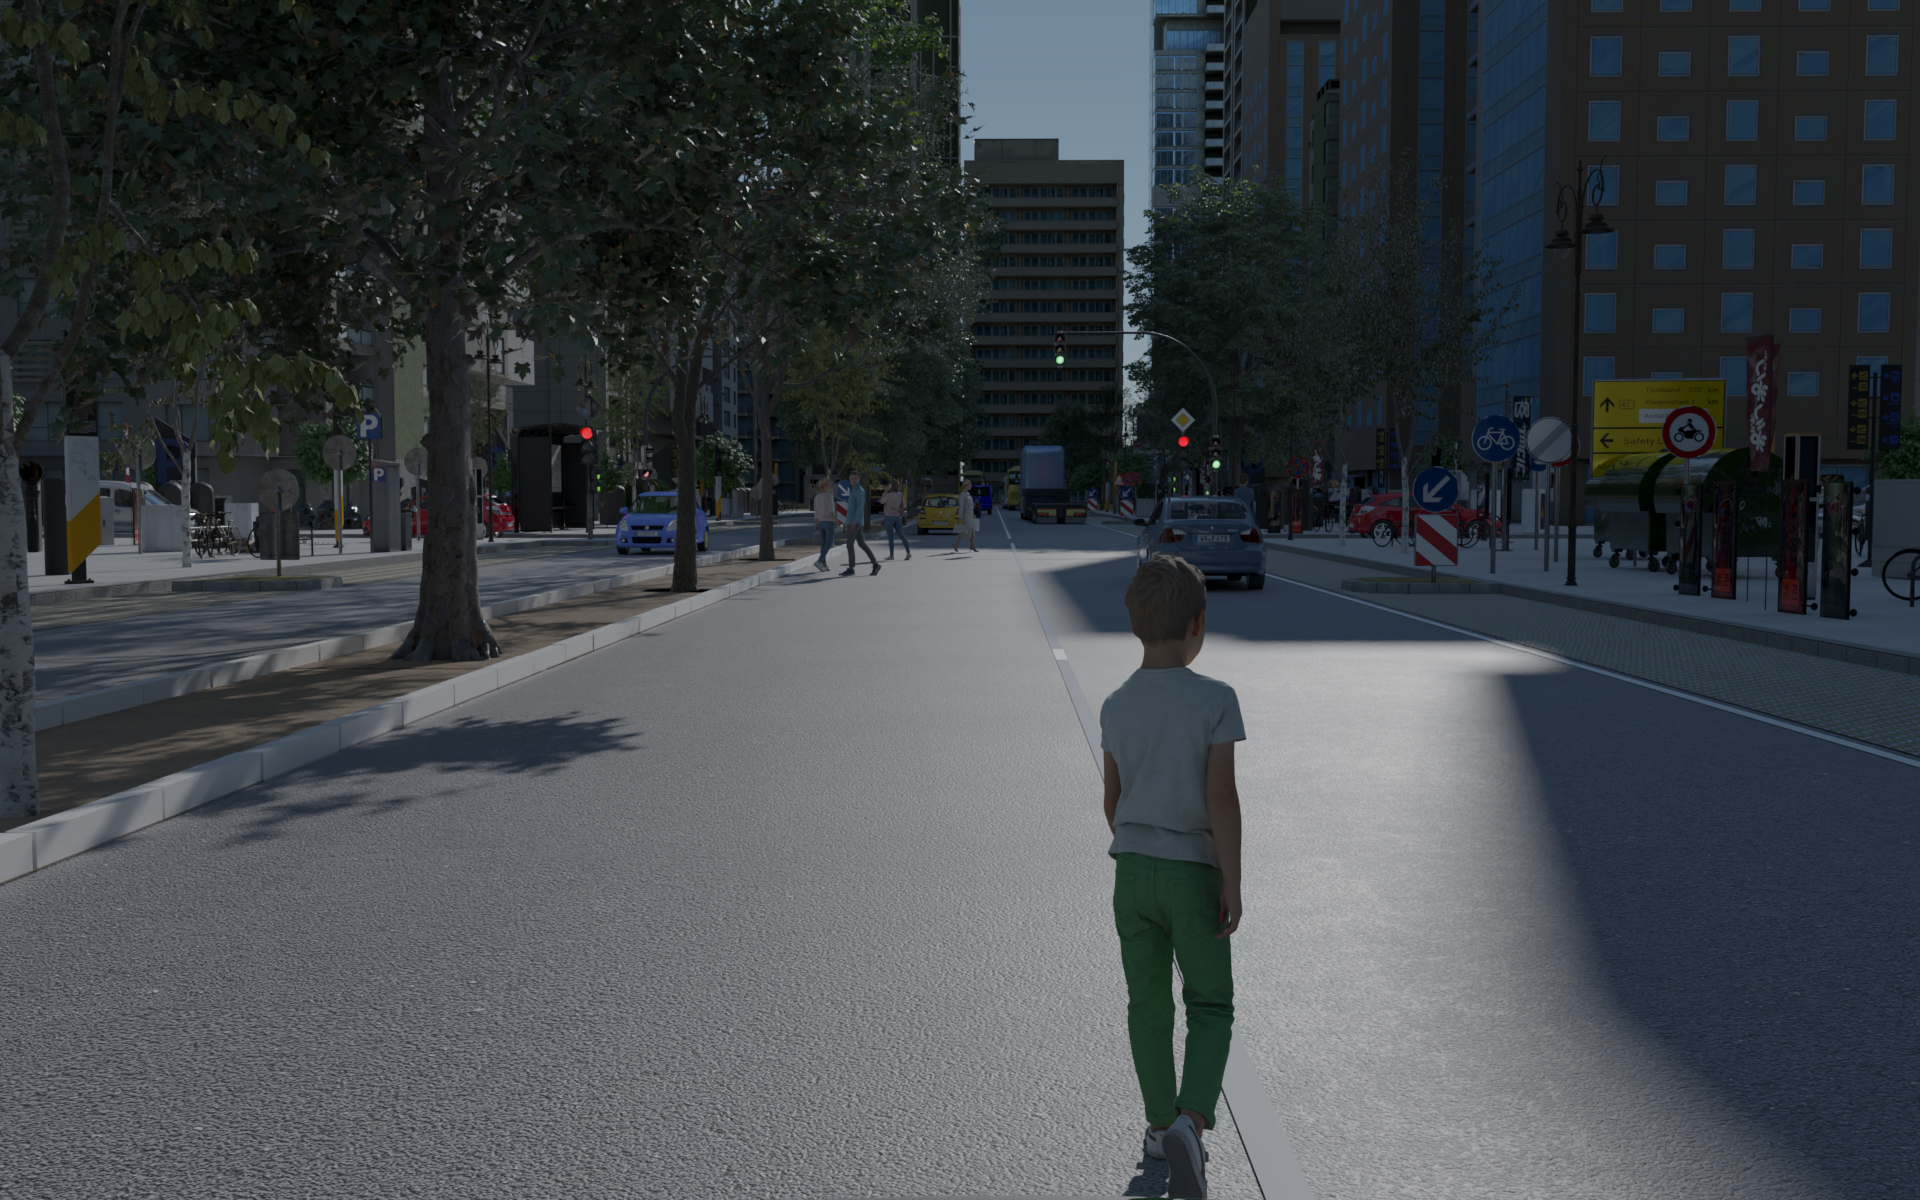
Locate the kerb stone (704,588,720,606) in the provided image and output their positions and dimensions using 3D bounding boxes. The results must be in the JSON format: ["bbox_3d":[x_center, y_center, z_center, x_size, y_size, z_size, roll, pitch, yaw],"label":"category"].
[{"bbox_3d":[-3.282,-0.017,22.479,0.120,0.150,1.000,0,4,1],"label":"kerb stone"}]

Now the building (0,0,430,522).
[{"bbox_3d":[-32.927,-24.047,76.759,14.154,41.232,14.086,0,4,1],"label":"building"}]

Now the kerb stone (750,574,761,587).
[{"bbox_3d":[-3.215,-0.269,26.588,0.120,0.150,1.000,0,4,1],"label":"kerb stone"}]

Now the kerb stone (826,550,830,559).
[{"bbox_3d":[-3.000,-0.958,37.857,0.120,0.150,1.000,0,4,1],"label":"kerb stone"}]

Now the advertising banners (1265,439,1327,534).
[{"bbox_3d":[10.828,-3.651,55.879,2.074,3.025,0.090,2,4,33],"label":"advertising banners"}]

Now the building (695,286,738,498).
[{"bbox_3d":[-31.536,-25.406,187.085,14.107,30.474,14.160,0,4,1],"label":"building"}]

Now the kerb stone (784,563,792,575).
[{"bbox_3d":[-3.144,-0.520,30.690,0.120,0.150,1.000,0,4,1],"label":"kerb stone"}]

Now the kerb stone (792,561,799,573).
[{"bbox_3d":[-3.118,-0.582,31.712,0.120,0.150,1.000,0,4,1],"label":"kerb stone"}]

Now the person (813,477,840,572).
[{"bbox_3d":[-2.495,-1.393,31.942,0.731,1.740,0.598,2,4,33],"label":"person"}]

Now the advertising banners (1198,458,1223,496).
[{"bbox_3d":[11.943,-5.161,80.574,2.074,3.025,0.090,-1,4,-22],"label":"advertising banners"}]

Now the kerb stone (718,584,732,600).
[{"bbox_3d":[-3.271,-0.080,23.507,0.120,0.150,1.000,0,4,1],"label":"kerb stone"}]

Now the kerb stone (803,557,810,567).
[{"bbox_3d":[-3.084,-0.707,33.756,0.120,0.150,1.000,0,4,1],"label":"kerb stone"}]

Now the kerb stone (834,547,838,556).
[{"bbox_3d":[-2.971,-1.080,39.905,0.120,0.150,1.000,0,4,1],"label":"kerb stone"}]

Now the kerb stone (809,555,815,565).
[{"bbox_3d":[-3.064,-0.770,34.785,0.120,0.150,1.000,0,4,1],"label":"kerb stone"}]

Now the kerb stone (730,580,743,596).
[{"bbox_3d":[-3.245,-0.143,24.531,0.120,0.150,1.000,0,4,1],"label":"kerb stone"}]

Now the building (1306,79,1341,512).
[{"bbox_3d":[31.859,-21.551,124.058,14.160,30.474,14.107,0,4,1],"label":"building"}]

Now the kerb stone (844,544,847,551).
[{"bbox_3d":[-2.923,-1.269,42.975,0.120,0.150,1.000,0,4,1],"label":"kerb stone"}]

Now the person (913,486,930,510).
[{"bbox_3d":[-1.562,-3.800,70.987,0.716,1.782,0.532,0,4,1],"label":"person"}]

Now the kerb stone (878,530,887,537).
[{"bbox_3d":[-2.637,-2.241,58.848,0.120,0.150,1.000,0,4,1],"label":"kerb stone"}]

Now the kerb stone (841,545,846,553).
[{"bbox_3d":[-2.935,-1.203,41.949,0.120,0.150,1.000,0,4,1],"label":"kerb stone"}]

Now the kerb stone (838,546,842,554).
[{"bbox_3d":[-2.953,-1.144,40.927,0.120,0.150,1.000,0,4,1],"label":"kerb stone"}]

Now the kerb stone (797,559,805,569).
[{"bbox_3d":[-3.099,-0.638,32.734,0.120,0.150,1.000,0,4,1],"label":"kerb stone"}]

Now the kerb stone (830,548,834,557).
[{"bbox_3d":[-2.993,-1.021,38.883,0.120,0.150,1.000,0,4,1],"label":"kerb stone"}]

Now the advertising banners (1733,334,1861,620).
[{"bbox_3d":[8.939,-1.364,18.489,0.090,3.025,2.074,0,4,-6],"label":"advertising banners"}]

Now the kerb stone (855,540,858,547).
[{"bbox_3d":[-2.857,-1.459,46.053,0.120,0.150,1.000,0,4,1],"label":"kerb stone"}]

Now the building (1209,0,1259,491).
[{"bbox_3d":[36.891,-45.451,181.380,20.563,71.187,20.611,0,4,1],"label":"building"}]

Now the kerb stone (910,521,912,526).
[{"bbox_3d":[-2.326,-3.306,76.252,0.120,0.150,1.000,0,4,1],"label":"kerb stone"}]

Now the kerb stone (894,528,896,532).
[{"bbox_3d":[-2.542,-2.553,63.963,0.120,0.150,1.000,0,4,1],"label":"kerb stone"}]

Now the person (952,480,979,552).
[{"bbox_3d":[0.142,-2.076,42.788,0.624,1.780,0.694,2,4,33],"label":"person"}]

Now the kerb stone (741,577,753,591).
[{"bbox_3d":[-3.227,-0.206,25.562,0.120,0.150,1.000,0,4,1],"label":"kerb stone"}]

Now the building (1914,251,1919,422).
[{"bbox_3d":[61.457,-32.902,79.951,28.212,58.520,21.231,0,4,1],"label":"building"}]

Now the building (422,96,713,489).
[{"bbox_3d":[-38.892,-35.274,165.976,28.713,52.752,27.495,0,4,1],"label":"building"}]

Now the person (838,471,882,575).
[{"bbox_3d":[-1.767,-1.354,30.495,0.748,1.841,0.638,0,4,2],"label":"person"}]

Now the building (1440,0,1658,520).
[{"bbox_3d":[30.561,-27.609,101.512,14.600,45.320,14.200,0,4,1],"label":"building"}]

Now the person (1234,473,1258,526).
[{"bbox_3d":[5.368,-1.478,32.694,0.581,1.822,0.654,-1,4,-9],"label":"person"}]

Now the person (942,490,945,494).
[{"bbox_3d":[-1.396,-8.813,152.674,0.705,1.814,1.350,1,4,18],"label":"person"}]

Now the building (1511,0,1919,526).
[{"bbox_3d":[30.903,-25.967,74.664,14.200,45.320,14.600,0,4,1],"label":"building"}]

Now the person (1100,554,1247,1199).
[{"bbox_3d":[0.437,0.560,3.595,0.306,1.304,0.590,1,4,8],"label":"person"}]

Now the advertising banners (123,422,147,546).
[{"bbox_3d":[-20.618,-2.881,43.292,0.090,3.025,2.074,-1,4,-13],"label":"advertising banners"}]

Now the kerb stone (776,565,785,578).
[{"bbox_3d":[-3.154,-0.457,29.668,0.120,0.150,1.000,0,4,1],"label":"kerb stone"}]

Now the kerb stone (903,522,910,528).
[{"bbox_3d":[-2.347,-3.244,75.230,0.120,0.150,1.000,0,4,1],"label":"kerb stone"}]

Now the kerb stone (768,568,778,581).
[{"bbox_3d":[-3.172,-0.394,28.640,0.120,0.150,1.000,0,4,1],"label":"kerb stone"}]

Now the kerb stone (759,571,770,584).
[{"bbox_3d":[-3.188,-0.332,27.618,0.120,0.150,1.000,0,4,1],"label":"kerb stone"}]

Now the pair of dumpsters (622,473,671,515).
[{"bbox_3d":[-14.089,-4.604,77.763,1.574,2.255,4.437,0,4,1],"label":"pair of dumpsters"}]

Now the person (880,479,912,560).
[{"bbox_3d":[-1.363,-1.748,37.676,0.593,1.750,0.643,-3,5,-40],"label":"person"}]

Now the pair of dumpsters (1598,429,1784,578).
[{"bbox_3d":[11.838,-1.557,27.946,1.574,2.255,4.437,0,4,1],"label":"pair of dumpsters"}]

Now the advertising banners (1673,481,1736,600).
[{"bbox_3d":[9.357,-1.528,21.172,0.090,3.025,2.074,0,4,-8],"label":"advertising banners"}]

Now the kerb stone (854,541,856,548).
[{"bbox_3d":[-2.878,-1.389,45.021,0.120,0.150,1.000,0,4,1],"label":"kerb stone"}]

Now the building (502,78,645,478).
[{"bbox_3d":[-34.892,-43.002,141.330,20.563,71.187,20.611,0,4,1],"label":"building"}]

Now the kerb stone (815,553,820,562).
[{"bbox_3d":[-3.044,-0.833,35.807,0.120,0.150,1.000,0,4,1],"label":"kerb stone"}]
